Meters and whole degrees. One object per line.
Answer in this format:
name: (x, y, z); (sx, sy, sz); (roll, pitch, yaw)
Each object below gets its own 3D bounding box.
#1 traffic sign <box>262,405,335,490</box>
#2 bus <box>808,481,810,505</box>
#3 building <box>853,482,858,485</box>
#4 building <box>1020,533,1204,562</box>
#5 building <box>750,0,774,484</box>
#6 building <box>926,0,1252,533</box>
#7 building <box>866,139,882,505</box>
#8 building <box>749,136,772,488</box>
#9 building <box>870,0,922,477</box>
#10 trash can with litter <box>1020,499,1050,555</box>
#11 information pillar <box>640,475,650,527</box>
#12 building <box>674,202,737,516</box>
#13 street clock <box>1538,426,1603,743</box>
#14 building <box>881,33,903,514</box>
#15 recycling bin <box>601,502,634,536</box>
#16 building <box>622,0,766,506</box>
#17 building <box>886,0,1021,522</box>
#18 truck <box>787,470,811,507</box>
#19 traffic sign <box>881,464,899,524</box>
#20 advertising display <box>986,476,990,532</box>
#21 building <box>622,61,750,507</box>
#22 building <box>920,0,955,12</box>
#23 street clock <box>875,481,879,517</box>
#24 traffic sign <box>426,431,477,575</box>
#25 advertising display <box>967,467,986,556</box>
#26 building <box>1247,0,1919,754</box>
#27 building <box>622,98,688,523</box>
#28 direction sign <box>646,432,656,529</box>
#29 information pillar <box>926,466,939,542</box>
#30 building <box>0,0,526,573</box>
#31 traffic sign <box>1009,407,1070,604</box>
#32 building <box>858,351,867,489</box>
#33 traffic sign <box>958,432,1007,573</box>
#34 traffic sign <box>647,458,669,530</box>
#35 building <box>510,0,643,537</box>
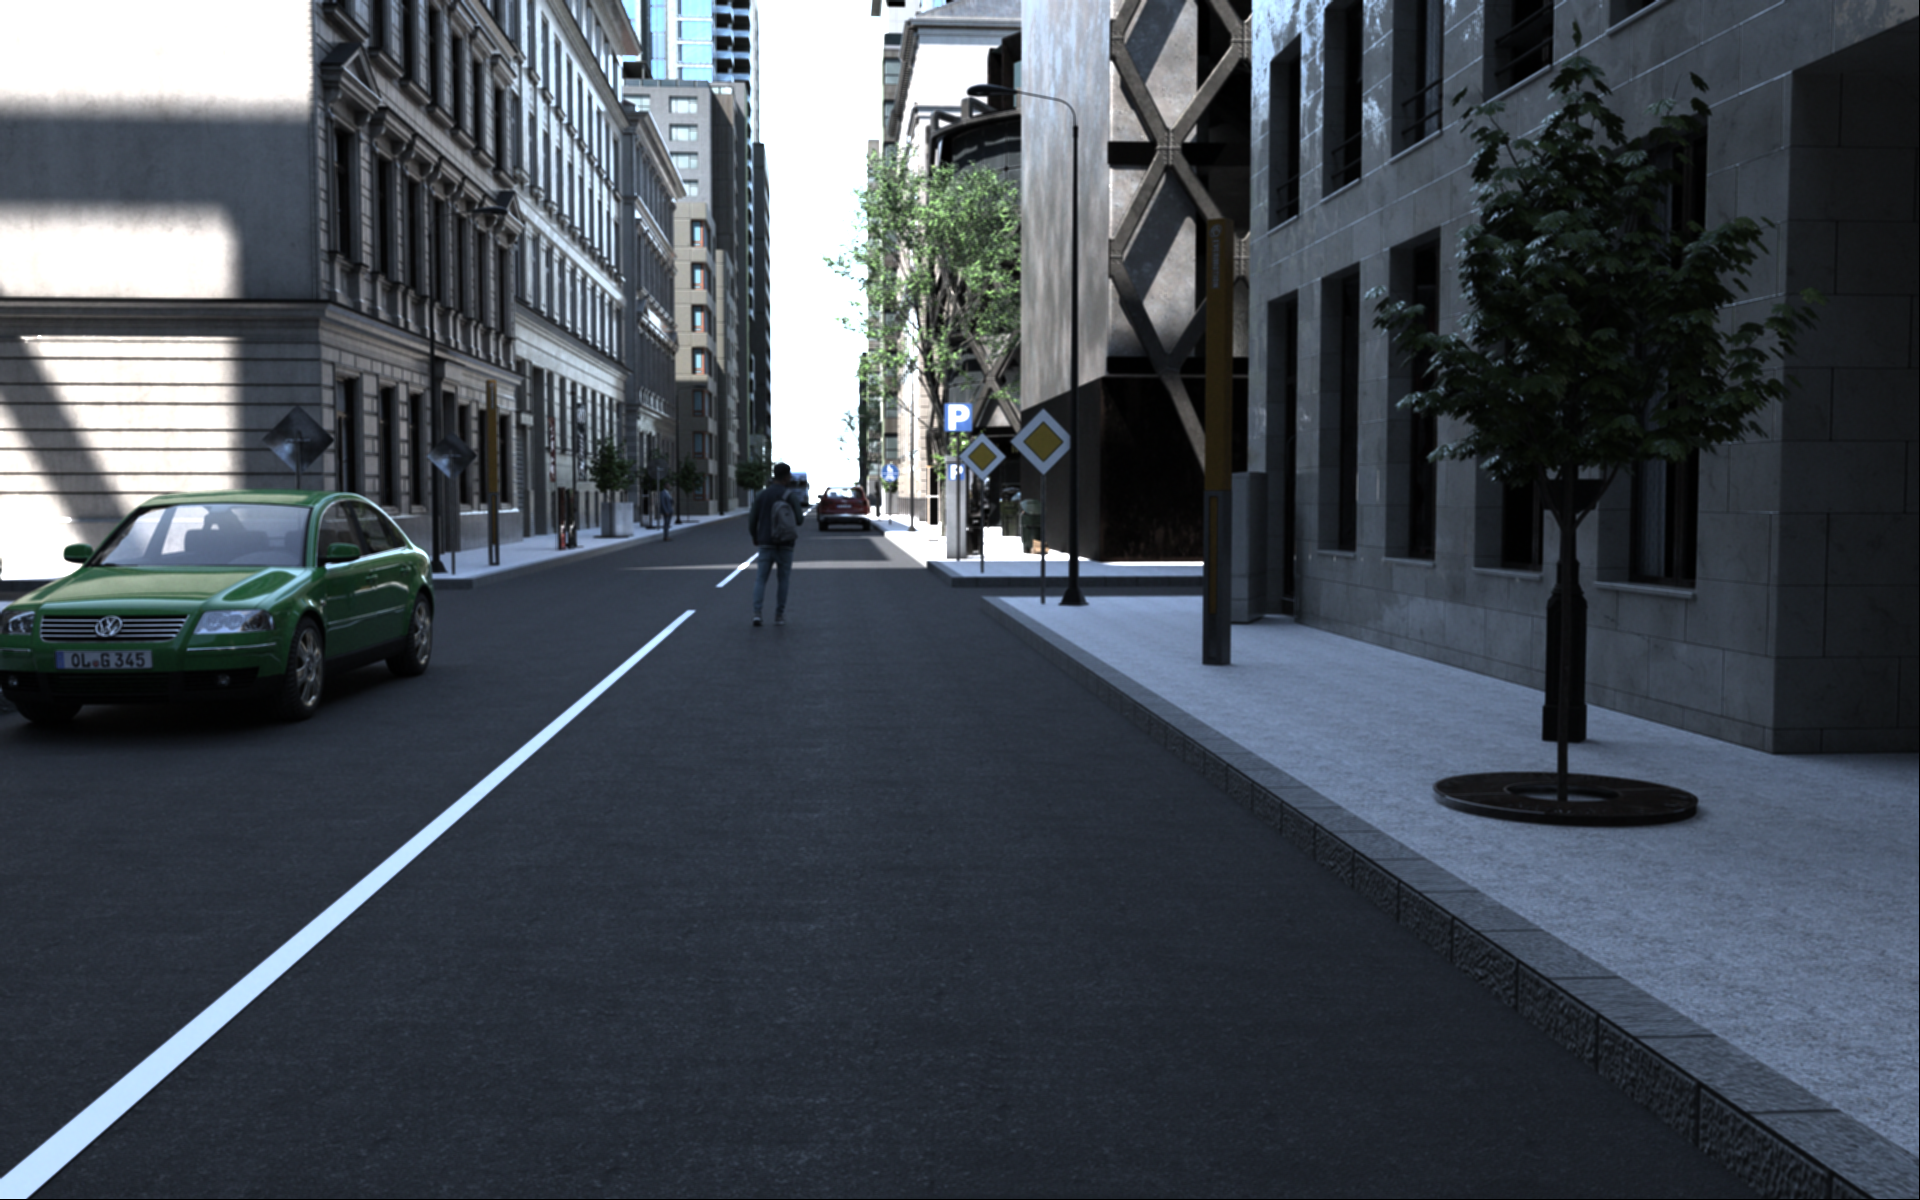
traffic sign: (-7.456, -0.973, 19.552); (0.795, 2.450, 0.064); (0, 4, -4)
bus: (-20.371, -13.739, 219.484); (2.948, 3.499, 13.247); (0, 4, -4)
building: (0.643, -34.211, 251.230); (32.217, 40.220, 23.993); (0, 4, -4)
building: (10.569, -10.410, 37.657); (16.811, 18.784, 16.820); (0, 4, -4)
building: (-36.596, -49.492, 247.445); (20.563, 71.187, 20.611); (0, 4, -4)
building: (6.975, -12.382, 69.890); (16.820, 18.784, 16.811); (0, 4, -4)
building: (-3.911, -31.744, 202.616); (14.154, 41.232, 14.086); (0, 4, -4)
building: (-35.752, -36.880, 226.694); (21.300, 48.544, 21.600); (0, 4, -4)
building: (6.208, -35.198, 164.732); (28.713, 52.752, 27.495); (0, 4, -4)
trash can with litter: (1.669, -1.558, 36.855); (0.624, 1.170, 1.055); (-1, 4, -16)
information pillar: (-12.391, -3.886, 68.035); (0.304, 2.012, 0.304); (-2, 4, -27)
building: (-29.888, -16.587, 116.243); (27.650, 21.520, 28.899); (0, 4, -4)
street clock: (3.153, -0.270, 8.978); (0.358, 2.002, 0.471); (2, 4, 30)
building: (1.838, -20.879, 113.079); (14.160, 30.474, 14.107); (0, 4, -4)
recycling bin: (-10.411, -2.449, 52.601); (0.722, 1.027, 0.722); (3, 5, 42)
building: (-33.597, -54.232, 199.372); (22.319, 86.520, 31.000); (0, 4, -4)
building: (2.821, -17.936, 90.521); (12.463, 27.353, 25.104); (0, 4, -4)
truck: (-18.641, -12.791, 198.884); (2.967, 4.110, 18.799); (0, 4, -5)
traffic sign: (-2.945, -4.463, 73.073); (0.768, 2.556, 0.104); (0, 4, 4)
advertising display: (0.531, -3.213, 57.743); (0.974, 1.923, 0.123); (-1, 4, -16)
building: (-27.676, -29.542, 166.609); (14.154, 41.232, 14.086); (0, 4, -4)
building: (5.745, -50.258, 134.389); (22.319, 86.520, 31.000); (0, 4, -4)
street clock: (-4.538, -5.542, 95.176); (0.358, 2.002, 0.471); (0, 4, 2)
traffic sign: (-8.062, -1.460, 27.514); (0.795, 2.450, 0.064); (0, 4, -4)
advertising display: (0.279, -1.886, 36.047); (0.123, 1.923, 0.974); (1, 4, 19)
building: (8.995, -9.537, 10.678); (10.420, 20.320, 16.860); (0, 4, -4)
building: (-20.252, -15.324, 86.711); (11.583, 22.565, 21.152); (0, 4, -4)
direction sign: (-11.302, -4.357, 63.240); (0.379, 3.537, 0.876); (-1, 4, -12)
information pillar: (-0.719, -2.538, 45.996); (0.304, 2.012, 0.304); (-1, 4, -12)
building: (-15.789, -10.528, 36.754); (10.561, 19.102, 19.286); (0, 4, -4)
traffic sign: (0.965, -1.011, 20.170); (0.795, 2.450, 0.064); (0, 4, -4)
building: (0.847, -23.260, 225.344); (27.650, 21.520, 28.899); (0, 4, -4)
traffic sign: (0.360, -1.498, 28.132); (0.795, 2.450, 0.064); (0, 4, -4)
traffic sign: (-10.754, -3.765, 61.667); (0.768, 2.556, 0.104); (0, 4, -1)
building: (-20.814, -13.929, 61.027); (16.112, 22.955, 30.059); (0, 4, -4)
